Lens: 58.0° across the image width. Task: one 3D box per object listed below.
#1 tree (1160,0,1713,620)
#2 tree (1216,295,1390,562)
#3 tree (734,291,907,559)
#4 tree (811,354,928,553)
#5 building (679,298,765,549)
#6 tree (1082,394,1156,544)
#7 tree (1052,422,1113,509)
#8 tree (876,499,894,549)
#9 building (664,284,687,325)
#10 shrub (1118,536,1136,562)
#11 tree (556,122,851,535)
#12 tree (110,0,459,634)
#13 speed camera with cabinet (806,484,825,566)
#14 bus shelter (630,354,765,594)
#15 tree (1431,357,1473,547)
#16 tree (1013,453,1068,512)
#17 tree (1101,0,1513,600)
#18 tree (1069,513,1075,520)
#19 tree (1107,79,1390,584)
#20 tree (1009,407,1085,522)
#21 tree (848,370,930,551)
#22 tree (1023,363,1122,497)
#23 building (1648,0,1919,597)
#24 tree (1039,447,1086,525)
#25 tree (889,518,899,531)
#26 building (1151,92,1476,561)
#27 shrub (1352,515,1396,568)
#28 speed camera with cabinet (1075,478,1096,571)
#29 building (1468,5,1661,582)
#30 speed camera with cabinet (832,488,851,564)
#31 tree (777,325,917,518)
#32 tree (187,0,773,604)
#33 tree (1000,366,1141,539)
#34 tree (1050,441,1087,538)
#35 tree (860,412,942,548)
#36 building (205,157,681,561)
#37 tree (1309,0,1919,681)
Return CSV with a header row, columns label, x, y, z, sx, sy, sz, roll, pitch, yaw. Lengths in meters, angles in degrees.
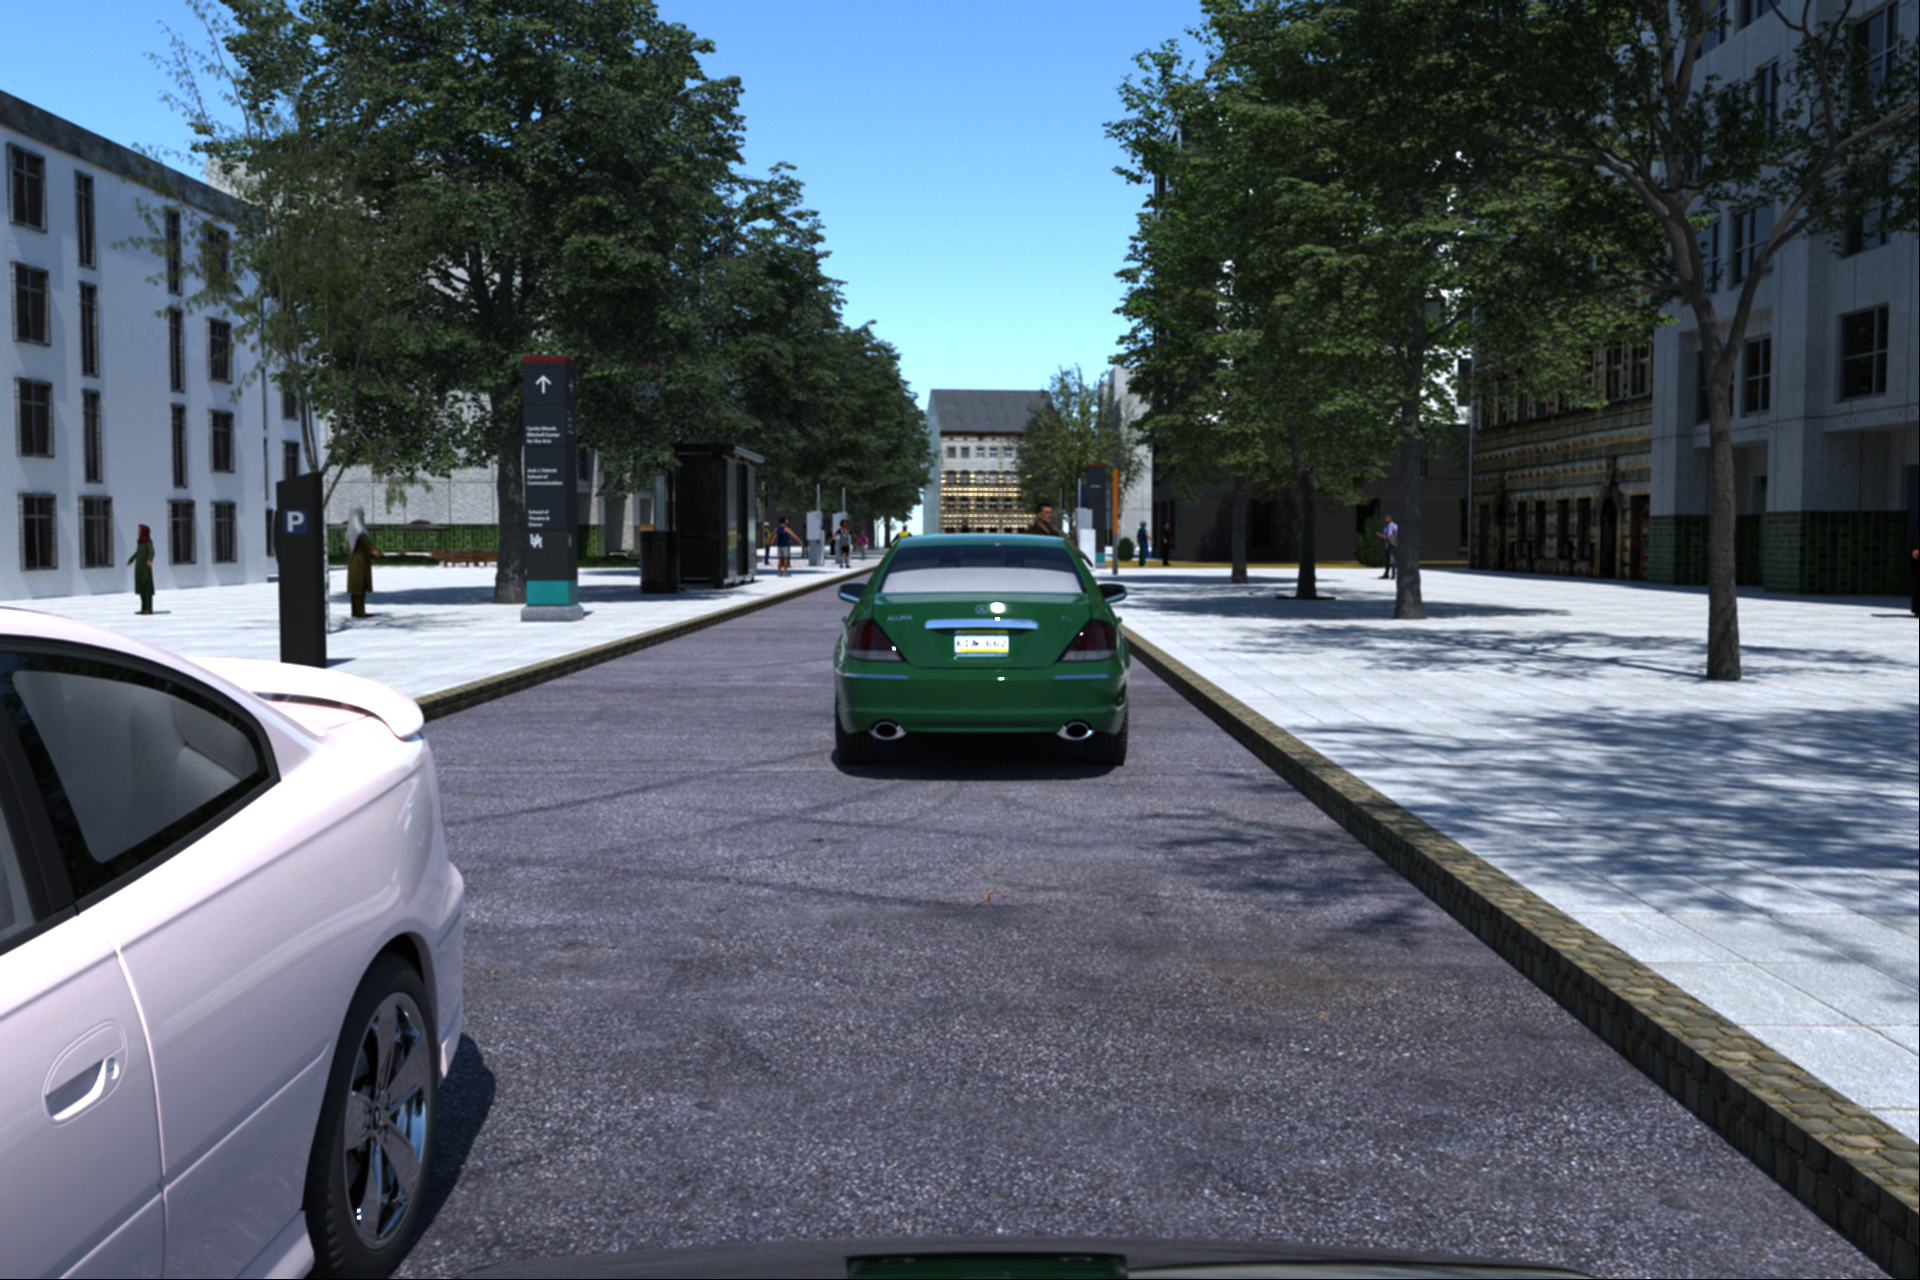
label,x,y,z,sx,sy,sz,roll,pitch,yaw
tree,6.826,-6.557,25.333,7.486,12.596,7.792,0,3,0
tree,14.217,-9.495,73.374,7.486,12.596,7.792,0,3,0
tree,-7.174,-11.091,87.995,9.857,13.997,8.962,0,3,0
tree,-7.126,-12.914,117.804,9.857,13.997,8.962,0,3,0
building,-26.446,-18.963,140.974,19.493,23.208,18.063,0,4,1
tree,8.084,-8.449,88.506,4.360,8.622,3.978,0,3,0
tree,7.843,-10.033,114.402,4.360,8.622,3.978,0,3,0
tree,-6.700,-11.886,144.698,4.737,8.622,4.395,0,3,0
building,-25.398,-15.910,116.552,16.016,20.090,11.380,0,4,1
shrub,7.723,-4.269,80.909,1.383,1.207,1.383,0,3,0
tree,-7.968,-8.922,52.525,9.857,13.997,8.962,0,3,0
tree,-8.121,-4.391,22.159,4.360,8.622,3.978,0,3,0
speed camera with cabinet,-5.828,-4.616,69.802,0.660,3.252,2.038,0,4,0
bus shelter,-6.241,-3.895,41.320,2.179,5.291,8.768,0,4,0
tree,21.196,-7.468,72.466,4.360,8.622,3.978,0,3,0
tree,8.637,-14.271,167.741,7.601,10.594,8.767,-1,4,-13
tree,6.715,-6.596,33.607,9.928,11.665,9.643,0,3,0
tree,17.925,-18.924,259.769,4.737,8.622,4.395,0,3,0
tree,7.350,-7.673,43.573,7.486,12.596,7.792,0,3,0
tree,8.231,-14.415,153.805,7.486,12.596,7.792,0,3,0
tree,-6.998,-13.947,134.690,9.857,13.997,8.962,0,3,0
tree,5.070,-7.539,73.624,4.737,8.622,4.395,0,3,0
building,25.806,-9.897,28.277,16.747,18.905,31.486,0,4,1
tree,8.247,-11.821,143.633,4.360,8.622,3.978,0,3,0
tree,-6.797,-13.197,166.141,4.360,8.622,3.978,0,3,0
building,24.455,-15.455,96.667,27.936,21.610,32.646,0,4,1
shrub,15.690,-3.744,65.641,1.690,2.028,1.600,0,3,0
speed camera with cabinet,4.411,-4.062,60.749,0.660,3.252,2.038,0,4,0
building,27.679,-13.611,53.469,19.493,23.208,18.063,0,4,1
speed camera with cabinet,-5.105,-4.906,74.546,0.660,3.252,2.038,0,4,3
tree,-6.981,-12.079,104.150,9.857,13.997,8.962,0,3,0
tree,-8.370,-7.638,31.535,9.857,13.997,8.962,0,3,0
tree,8.092,-13.275,127.422,12.009,13.543,11.850,0,3,0
tree,8.482,-11.431,137.264,4.360,8.622,3.978,0,3,0
tree,-6.489,-15.162,154.553,9.857,13.997,8.962,0,3,0
building,-26.779,-14.131,97.506,16.747,18.905,31.486,0,4,1
tree,6.930,-4.942,15.209,8.767,10.594,7.601,2,4,32
